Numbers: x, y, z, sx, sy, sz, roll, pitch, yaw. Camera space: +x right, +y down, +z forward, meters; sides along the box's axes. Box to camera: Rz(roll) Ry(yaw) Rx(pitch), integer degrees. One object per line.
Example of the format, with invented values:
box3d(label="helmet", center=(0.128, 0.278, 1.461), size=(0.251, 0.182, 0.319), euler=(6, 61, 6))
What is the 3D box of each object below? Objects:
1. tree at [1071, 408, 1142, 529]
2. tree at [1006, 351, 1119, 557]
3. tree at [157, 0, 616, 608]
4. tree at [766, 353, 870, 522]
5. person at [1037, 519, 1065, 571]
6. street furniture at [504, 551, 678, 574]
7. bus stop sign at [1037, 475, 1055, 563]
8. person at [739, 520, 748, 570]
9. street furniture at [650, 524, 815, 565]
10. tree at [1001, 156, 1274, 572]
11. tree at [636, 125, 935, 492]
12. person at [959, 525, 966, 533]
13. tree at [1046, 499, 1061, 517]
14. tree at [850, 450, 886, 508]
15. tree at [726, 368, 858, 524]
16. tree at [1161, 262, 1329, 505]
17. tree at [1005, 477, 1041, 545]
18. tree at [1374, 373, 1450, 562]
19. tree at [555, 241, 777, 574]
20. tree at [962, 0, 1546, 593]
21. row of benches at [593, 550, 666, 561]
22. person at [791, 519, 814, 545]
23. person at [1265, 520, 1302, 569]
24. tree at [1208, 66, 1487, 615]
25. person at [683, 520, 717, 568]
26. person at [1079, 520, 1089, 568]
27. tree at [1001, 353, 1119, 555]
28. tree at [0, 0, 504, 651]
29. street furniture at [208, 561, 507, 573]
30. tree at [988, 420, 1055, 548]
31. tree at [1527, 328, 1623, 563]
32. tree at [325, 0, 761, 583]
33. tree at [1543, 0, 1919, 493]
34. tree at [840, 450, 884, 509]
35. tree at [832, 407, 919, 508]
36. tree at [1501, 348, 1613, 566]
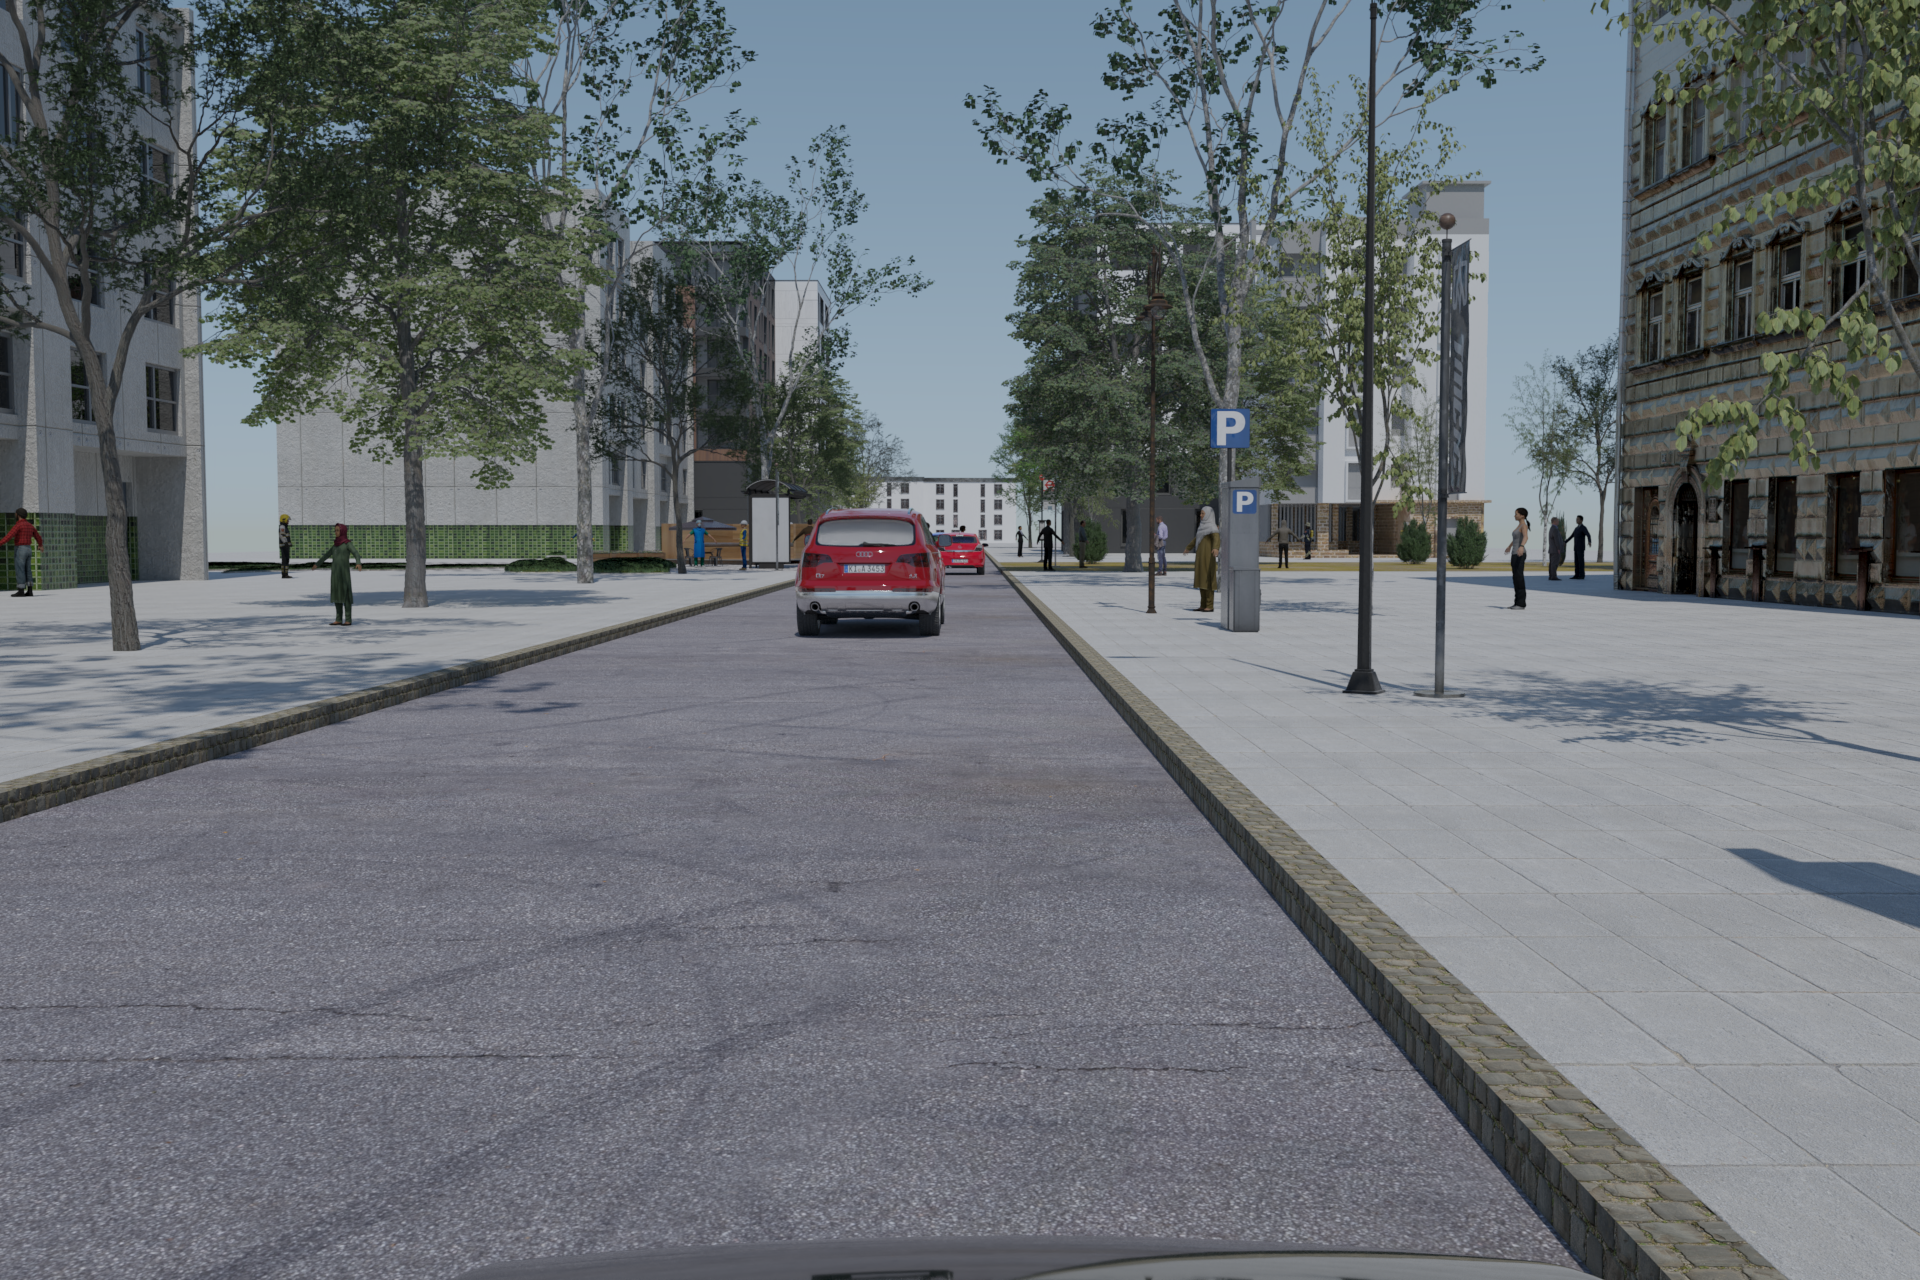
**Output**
box3d(label="tree", center=(6.555, -8.410, 87.859), size=(4.360, 8.622, 3.978), euler=(0, 3, 0))
box3d(label="tree", center=(6.313, -10.492, 97.296), size=(9.928, 11.665, 9.643), euler=(0, 3, 0))
box3d(label="tree", center=(-9.881, -6.853, 30.172), size=(7.486, 12.596, 7.792), euler=(0, 3, 0))
box3d(label="tree", center=(-9.242, -11.624, 108.180), size=(7.486, 12.596, 7.792), euler=(0, 3, 0))
box3d(label="person", center=(3.108, -3.320, 60.508), size=(0.704, 1.802, 1.346), euler=(-3, 5, -42))
box3d(label="street furniture", center=(-12.518, -2.721, 60.116), size=(5.734, 0.657, 10.072), euler=(0, 4, -4))
box3d(label="bus stop sign", center=(3.899, -5.446, 77.741), size=(0.855, 3.939, 0.416), euler=(0, 4, 0))
box3d(label="person", center=(-7.798, -3.385, 61.811), size=(0.721, 1.772, 1.216), euler=(-1, 4, -8))
box3d(label="street furniture", center=(-9.753, -4.271, 76.693), size=(11.010, 1.723, 9.812), euler=(2, 4, 26))
box3d(label="tree", center=(5.750, -9.240, 57.732), size=(9.857, 13.997, 8.962), euler=(0, 3, 0))
box3d(label="tree", center=(-8.024, -13.707, 80.000), size=(12.611, 20.169, 13.585), euler=(0, 3, 0))
box3d(label="person", center=(0.164, -4.164, 76.684), size=(0.704, 1.843, 1.345), euler=(-1, 4, -18))
box3d(label="tree", center=(16.412, -20.954, 252.968), size=(12.009, 13.543, 11.850), euler=(0, 3, 0))
box3d(label="tree", center=(-8.768, -12.329, 151.933), size=(4.360, 8.622, 3.978), euler=(0, 3, 0))
box3d(label="tree", center=(-9.155, -9.962, 97.289), size=(7.601, 10.594, 8.767), euler=(2, 4, 30))
box3d(label="tree", center=(11.760, -9.422, 72.185), size=(7.486, 12.596, 7.792), euler=(0, 3, 0))
box3d(label="tree", center=(6.744, -13.206, 166.275), size=(4.360, 8.622, 3.978), euler=(0, 3, 0))
box3d(label="tree", center=(21.334, -7.842, 78.587), size=(4.360, 8.622, 3.978), euler=(0, 3, 0))
box3d(label="tree", center=(-9.341, -7.425, 55.815), size=(7.601, 10.594, 8.767), euler=(0, 4, 0))
box3d(label="tree", center=(6.482, -11.175, 38.596), size=(12.611, 20.169, 13.585), euler=(0, 3, 0))
box3d(label="row of benches", center=(-13.231, -3.200, 67.782), size=(1.422, 0.672, 4.104), euler=(3, 4, 37))
box3d(label="person", center=(-5.224, -3.322, 60.448), size=(1.346, 1.812, 0.704), euler=(0, 4, 3))
box3d(label="person", center=(12.061, -3.574, 64.565), size=(1.348, 1.813, 0.705), euler=(0, 4, 7))
box3d(label="tree", center=(6.259, -4.685, 26.965), size=(4.737, 8.622, 4.395), euler=(0, 3, 0))
box3d(label="person", center=(-9.959, -3.673, 66.185), size=(1.347, 1.817, 0.704), euler=(-2, 4, -24))
box3d(label="person", center=(4.669, -3.632, 65.652), size=(0.705, 1.796, 1.348), euler=(0, 4, -6))
box3d(label="tree", center=(6.268, -11.636, 108.371), size=(7.486, 12.596, 7.792), euler=(0, 3, 0))
box3d(label="tree", center=(-9.343, -5.177, 19.054), size=(8.767, 10.594, 7.601), euler=(-2, 4, -32))
box3d(label="street furniture", center=(-31.138, -3.896, 68.736), size=(27.439, 1.986, 14.083), euler=(3, 4, 36))
box3d(label="tree", center=(6.259, -14.120, 156.620), size=(9.928, 11.665, 9.643), euler=(0, 3, 0))
box3d(label="tree", center=(29.091, -8.758, 77.607), size=(7.601, 10.594, 8.767), euler=(-1, 4, -18))
box3d(label="tree", center=(-10.760, -11.467, 43.376), size=(12.611, 20.169, 13.585), euler=(0, 3, 0))
box3d(label="tree", center=(5.437, -3.612, 9.419), size=(4.737, 8.622, 4.395), euler=(0, 3, 0))
box3d(label="tree", center=(-8.354, -11.372, 136.300), size=(4.737, 8.622, 4.395), euler=(0, 3, 0))
box3d(label="tree", center=(-9.175, -15.613, 165.645), size=(12.009, 13.543, 11.850), euler=(0, 3, 0))
box3d(label="tree", center=(23.319, -7.290, 69.555), size=(4.360, 8.622, 3.978), euler=(0, 3, 0))
